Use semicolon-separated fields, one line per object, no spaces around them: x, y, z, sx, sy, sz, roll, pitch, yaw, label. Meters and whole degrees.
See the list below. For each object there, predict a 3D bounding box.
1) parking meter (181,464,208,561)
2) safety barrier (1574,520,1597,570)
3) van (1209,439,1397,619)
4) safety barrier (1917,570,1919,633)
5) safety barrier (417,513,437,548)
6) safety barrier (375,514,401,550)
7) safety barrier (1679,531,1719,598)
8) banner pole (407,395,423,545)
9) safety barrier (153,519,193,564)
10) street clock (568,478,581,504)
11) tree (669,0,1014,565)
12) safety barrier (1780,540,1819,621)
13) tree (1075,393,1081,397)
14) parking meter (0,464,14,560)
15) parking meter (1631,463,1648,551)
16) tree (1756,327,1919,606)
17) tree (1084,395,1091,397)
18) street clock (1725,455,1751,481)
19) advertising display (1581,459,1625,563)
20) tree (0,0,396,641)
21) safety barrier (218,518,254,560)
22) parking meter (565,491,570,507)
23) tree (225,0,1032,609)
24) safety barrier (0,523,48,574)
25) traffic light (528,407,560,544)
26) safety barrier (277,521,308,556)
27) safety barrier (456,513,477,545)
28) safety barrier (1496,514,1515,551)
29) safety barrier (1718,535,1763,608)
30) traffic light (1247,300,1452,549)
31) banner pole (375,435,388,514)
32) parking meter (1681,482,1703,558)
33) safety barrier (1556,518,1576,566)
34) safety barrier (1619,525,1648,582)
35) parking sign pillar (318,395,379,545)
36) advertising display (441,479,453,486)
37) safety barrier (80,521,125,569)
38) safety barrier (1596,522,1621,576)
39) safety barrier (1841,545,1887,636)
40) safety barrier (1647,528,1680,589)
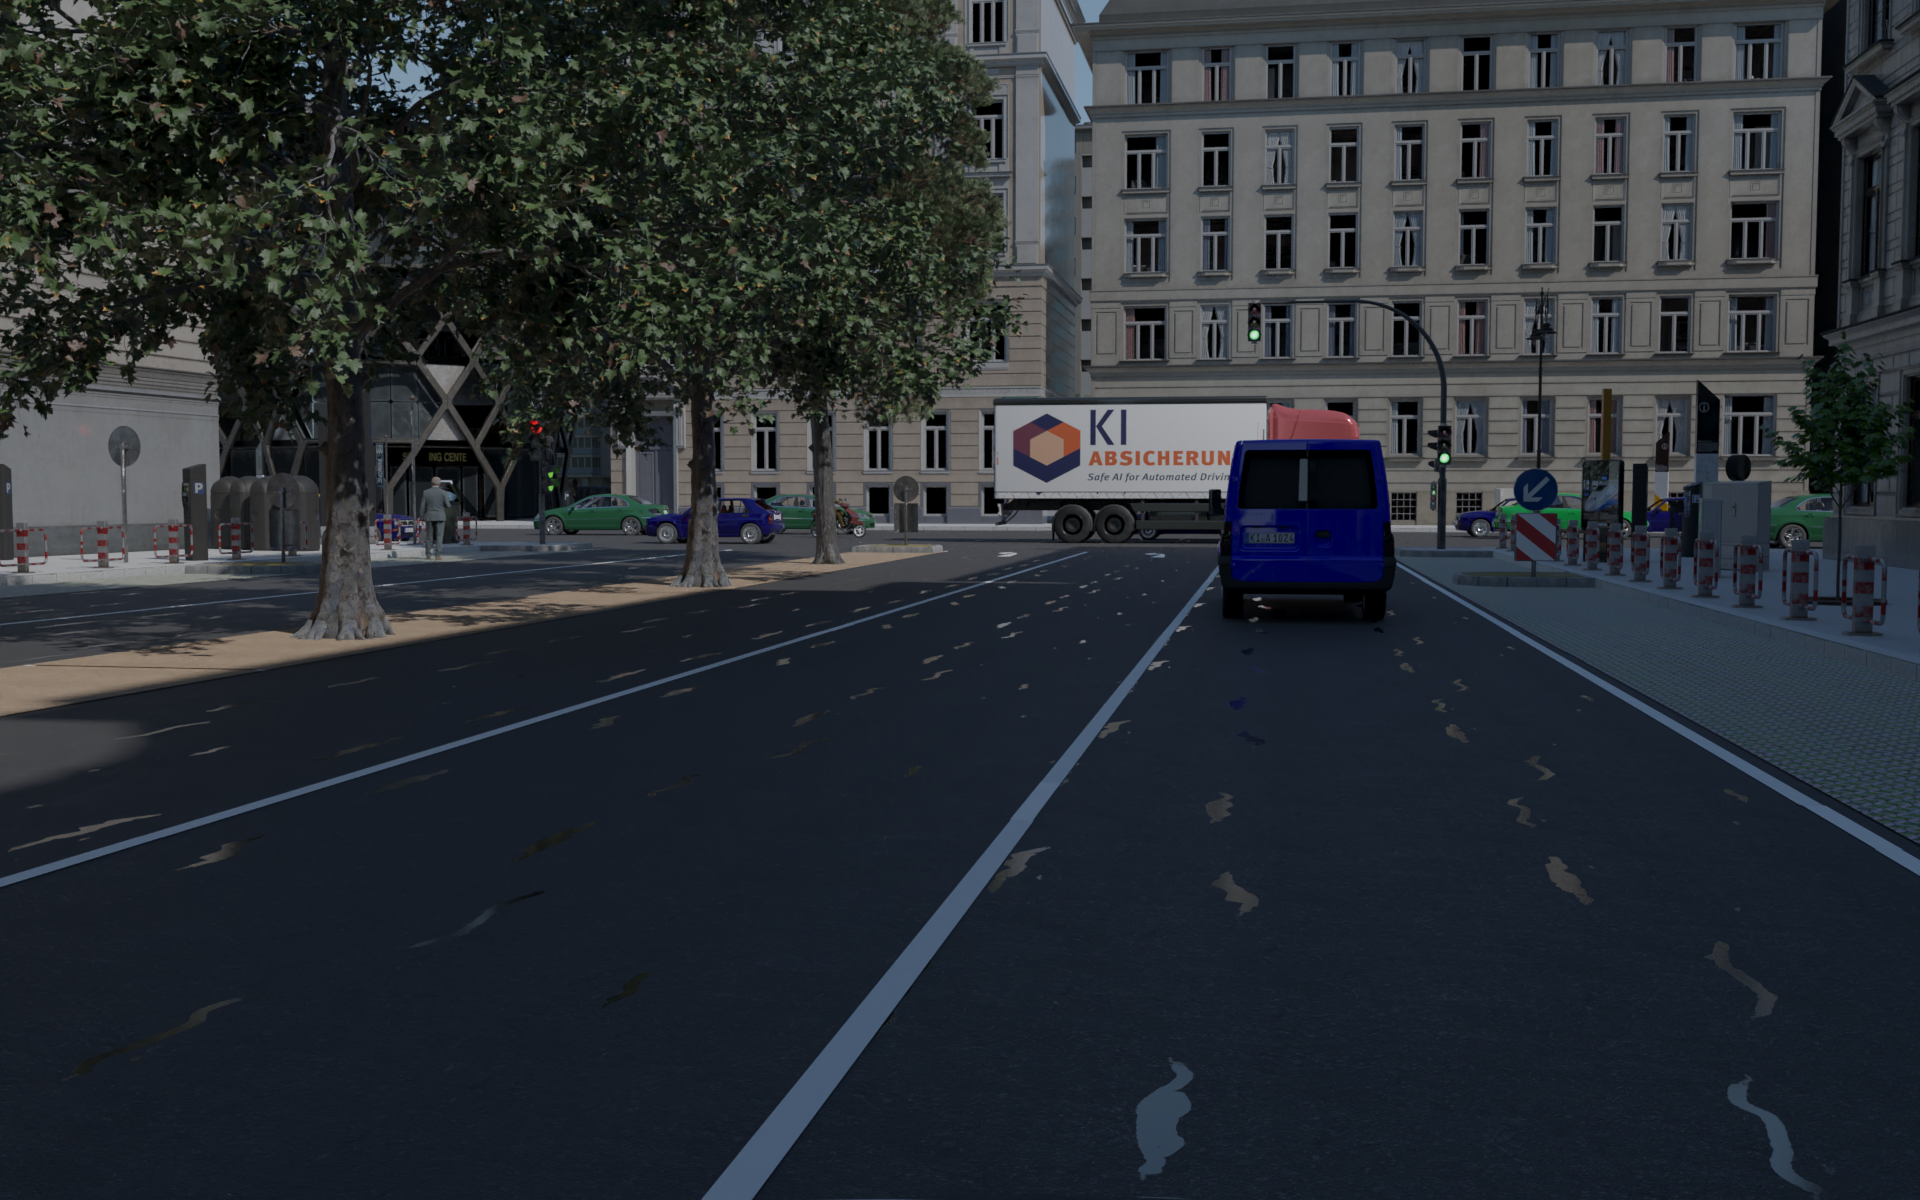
-14.710;-1.687;33.296;0.255;1.863;0.399;2;4;34;parking meter
10.651;-0.910;29.162;0.300;0.817;1.120;1;4;10;safety barrier
4.210;-1.051;21.569;2.240;2.365;5.245;1;4;9;van
7.839;0.031;13.776;0.300;0.817;1.120;1;4;10;safety barrier
-12.701;-1.660;41.419;0.300;0.817;1.120;1;4;10;safety barrier
-13.053;-1.543;39.502;0.300;0.817;1.120;1;4;10;safety barrier
9.249;-0.441;21.479;0.300;0.817;1.120;1;4;10;safety barrier
-13.789;-3.280;43.646;0.401;3.779;0.863;-1;4;-14;banner pole
-14.452;-1.074;31.832;0.300;0.817;1.120;1;4;10;safety barrier
-17.655;-4.554;79.033;0.358;2.002;0.471;1;4;21;street clock
-2.873;-7.668;35.248;7.806;13.903;7.818;0;3;0;tree
8.549;-0.205;17.632;0.300;0.817;1.120;1;4;10;safety barrier
10.983;-15.626;177.534;6.751;12.117;7.091;0;3;0;tree
-18.569;-1.705;33.588;0.255;1.863;0.399;0;4;-8;parking meter
13.029;-1.682;33.205;0.255;1.863;0.399;2;4;26;parking meter
10.185;-1.570;20.270;1.663;3.219;1.824;0;3;0;tree
15.137;-17.107;197.821;7.486;12.596;7.792;0;3;0;tree
14.300;-1.670;31.867;0.471;2.002;0.358;-2;4;-34;street clock
12.030;-1.666;32.451;0.123;1.923;0.974;-1;4;-23;advertising display
-6.108;-5.971;17.083;9.611;12.733;9.660;0;3;0;tree
-14.104;-1.191;33.750;0.300;0.817;1.120;1;4;10;safety barrier
-30.232;-7.634;133.229;0.372;1.533;0.369;0;3;0;parking meter
-3.949;-6.549;26.543;9.611;12.733;9.660;0;3;0;tree
-15.154;-0.839;27.998;0.300;0.817;1.120;1;4;10;safety barrier
-10.669;-3.381;44.203;0.839;4.253;0.868;1;4;10;traffic light
-13.754;-1.308;35.667;0.300;0.817;1.120;1;4;10;safety barrier
-12.349;-1.778;43.346;0.300;0.817;1.120;1;4;10;safety barrier
12.756;-1.615;40.678;0.300;0.817;1.120;1;4;10;safety barrier
8.895;-0.323;19.560;0.300;0.817;1.120;1;4;10;safety barrier
9.111;-4.025;40.477;4.771;5.953;1.251;1;4;10;traffic light
-24.505;-5.108;73.533;0.863;3.779;0.401;2;4;30;banner pole
14.859;-1.635;35.145;0.372;1.533;0.369;0;3;0;parking meter
10.998;-1.028;31.083;0.300;0.817;1.120;1;4;10;safety barrier
9.945;-0.675;25.314;0.300;0.817;1.120;1;4;10;safety barrier
-15.648;-3.411;44.234;1.447;3.967;1.447;0;4;-2;parking sign pillar
-22.768;-4.357;76.445;0.123;1.923;0.974;2;4;31;advertising display
-14.805;-0.957;29.916;0.300;0.817;1.120;1;4;10;safety barrier
10.302;-0.792;27.232;0.300;0.817;1.120;1;4;10;safety barrier
8.192;-0.087;15.705;0.300;0.817;1.120;1;4;10;safety barrier
9.598;-0.558;23.396;0.300;0.817;1.120;1;4;10;safety barrier
